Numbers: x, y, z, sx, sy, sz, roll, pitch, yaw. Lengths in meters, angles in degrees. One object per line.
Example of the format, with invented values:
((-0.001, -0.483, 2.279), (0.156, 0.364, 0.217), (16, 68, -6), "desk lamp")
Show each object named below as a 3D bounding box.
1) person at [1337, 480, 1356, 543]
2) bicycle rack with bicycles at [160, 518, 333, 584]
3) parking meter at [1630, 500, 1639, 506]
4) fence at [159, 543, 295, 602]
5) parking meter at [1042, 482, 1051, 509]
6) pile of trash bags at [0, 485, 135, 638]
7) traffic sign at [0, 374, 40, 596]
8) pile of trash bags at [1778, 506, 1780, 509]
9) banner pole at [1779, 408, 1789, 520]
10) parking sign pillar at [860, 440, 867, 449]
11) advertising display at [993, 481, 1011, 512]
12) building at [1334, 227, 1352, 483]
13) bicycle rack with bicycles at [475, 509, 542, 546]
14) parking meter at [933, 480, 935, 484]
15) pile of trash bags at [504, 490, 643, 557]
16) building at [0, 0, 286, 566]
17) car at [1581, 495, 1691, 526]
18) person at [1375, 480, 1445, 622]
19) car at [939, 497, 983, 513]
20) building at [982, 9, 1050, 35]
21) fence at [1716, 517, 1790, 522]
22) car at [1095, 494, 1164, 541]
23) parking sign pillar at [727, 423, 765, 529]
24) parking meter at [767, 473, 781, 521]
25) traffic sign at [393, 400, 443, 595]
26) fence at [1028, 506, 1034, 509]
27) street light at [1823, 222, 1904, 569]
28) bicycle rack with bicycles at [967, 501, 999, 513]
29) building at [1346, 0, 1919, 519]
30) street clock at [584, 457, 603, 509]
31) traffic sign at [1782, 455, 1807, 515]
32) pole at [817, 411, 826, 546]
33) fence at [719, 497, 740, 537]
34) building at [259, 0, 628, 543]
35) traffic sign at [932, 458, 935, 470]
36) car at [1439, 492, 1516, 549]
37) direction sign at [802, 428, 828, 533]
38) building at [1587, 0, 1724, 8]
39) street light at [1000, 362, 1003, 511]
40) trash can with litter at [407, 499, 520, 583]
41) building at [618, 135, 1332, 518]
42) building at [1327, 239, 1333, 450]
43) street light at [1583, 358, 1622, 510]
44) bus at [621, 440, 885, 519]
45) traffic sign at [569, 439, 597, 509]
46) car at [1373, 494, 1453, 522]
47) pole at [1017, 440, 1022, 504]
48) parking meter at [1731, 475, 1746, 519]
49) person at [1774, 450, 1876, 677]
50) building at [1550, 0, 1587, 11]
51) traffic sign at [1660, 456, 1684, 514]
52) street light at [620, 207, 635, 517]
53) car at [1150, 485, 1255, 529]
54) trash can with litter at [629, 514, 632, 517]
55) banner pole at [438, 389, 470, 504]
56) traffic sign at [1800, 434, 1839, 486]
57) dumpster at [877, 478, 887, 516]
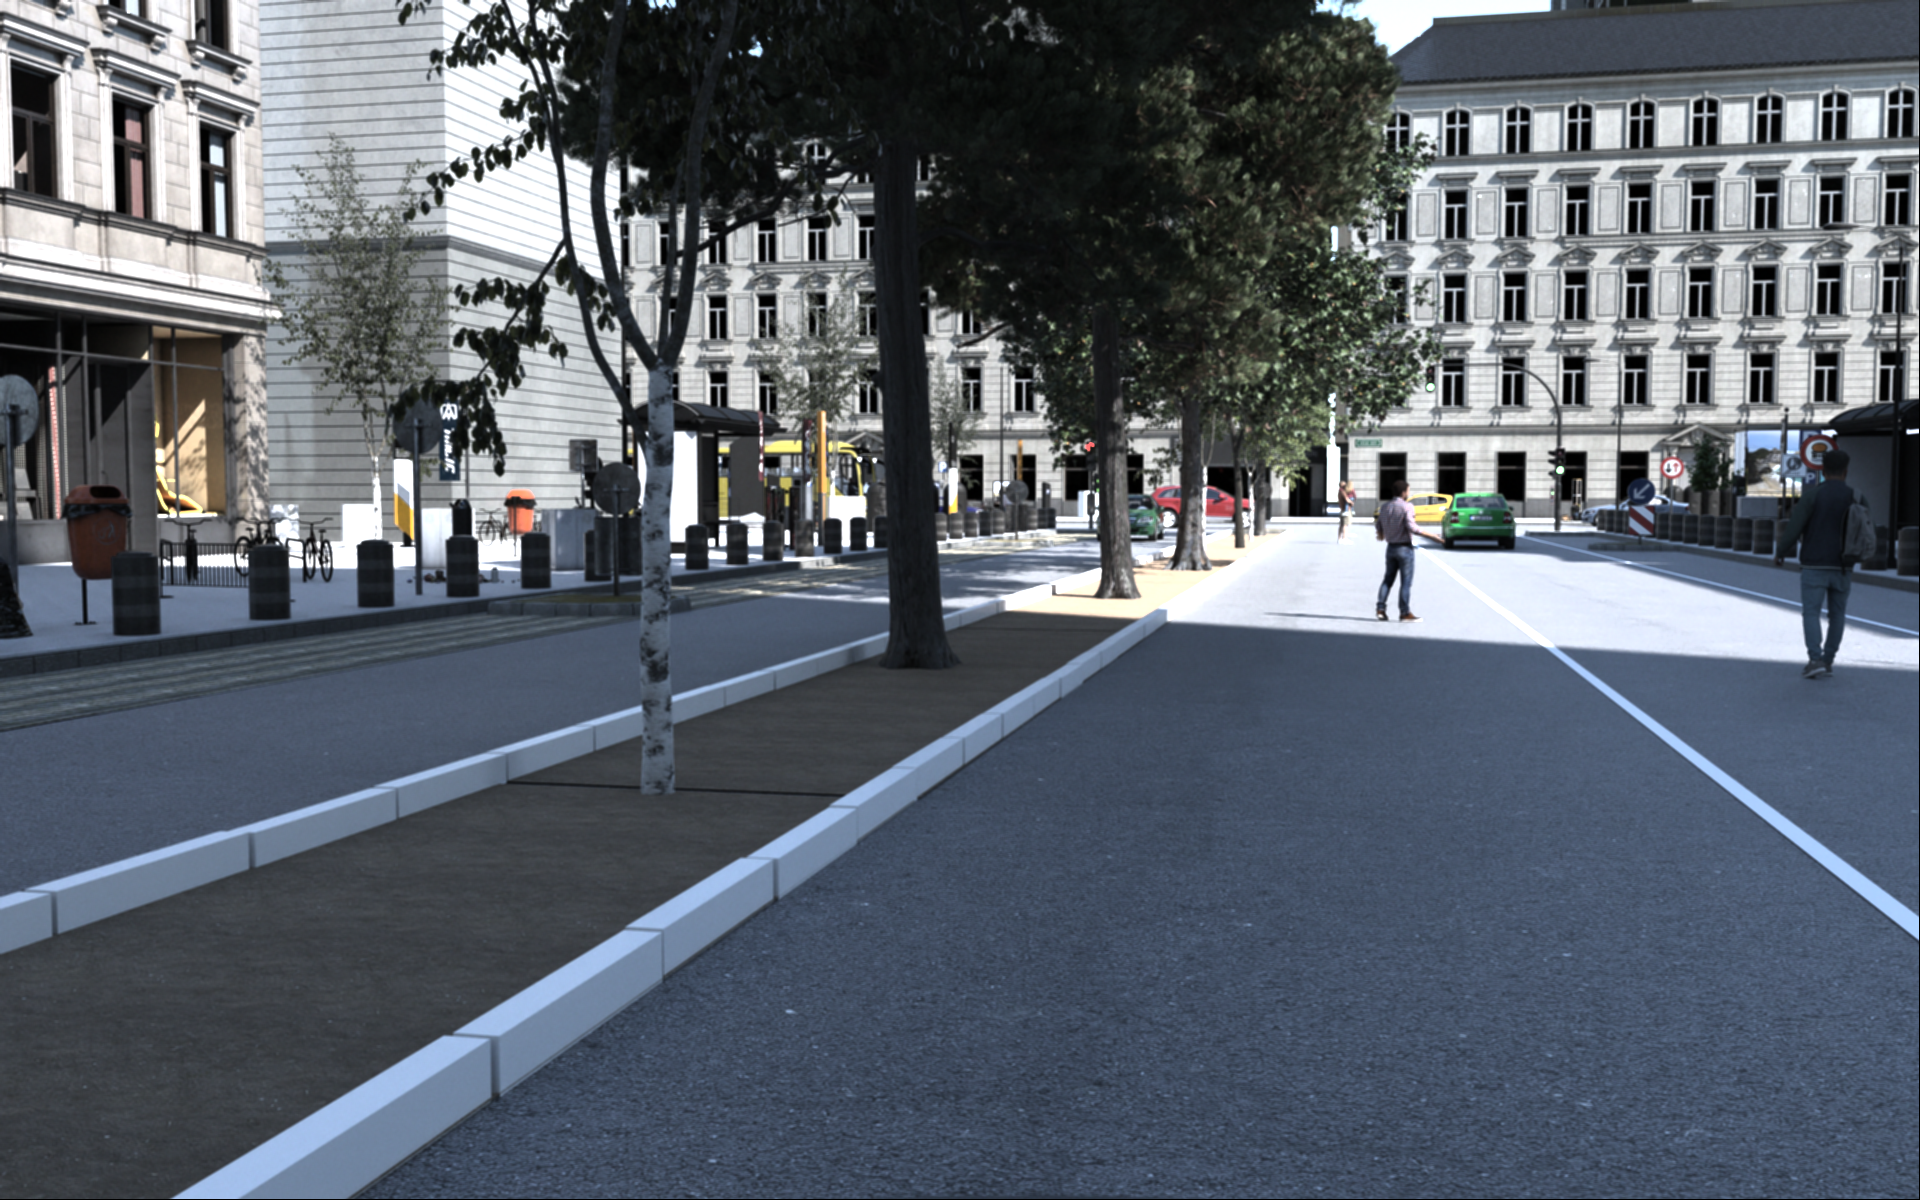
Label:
((11.202, -2.559, 50.316), (0.580, 1.828, 0.573), (2, 4, 30), "person")
((-10.699, -0.756, 25.743), (2.852, 0.926, 2.925), (-2, 4, -28), "bicycle rack with bicycles")
((41.338, -5.954, 105.757), (0.372, 1.533, 0.369), (0, 3, 0), "parking meter")
((-8.944, -0.341, 20.954), (2.069, 0.683, 0.278), (2, 4, 23), "fence")
((4.274, -4.891, 85.686), (0.399, 1.863, 0.255), (-3, 5, -39), "parking meter")
((-9.206, -0.367, 15.747), (1.912, 1.369, 3.447), (2, 4, 33), "pile of trash bags")
((-10.111, -1.122, 18.456), (0.768, 2.556, 0.104), (1, 4, 19), "traffic sign")
((39.483, -4.541, 84.005), (3.447, 1.369, 1.912), (3, 5, 39), "pile of trash bags")
((23.950, -3.693, 50.400), (0.401, 3.779, 0.863), (1, 4, 13), "banner pole")
((-4.997, -6.071, 87.732), (1.447, 3.967, 1.447), (-2, 4, -34), "parking sign pillar")
((2.120, -4.962, 86.347), (0.974, 1.923, 0.123), (-1, 4, -17), "advertising display")
((69.304, -40.879, 257.617), (27.495, 52.752, 28.713), (1, 4, 13), "building")
((-10.717, -1.796, 42.747), (2.852, 0.926, 2.925), (1, 4, 13), "bicycle rack with bicycles")
((-1.068, -3.303, 59.707), (0.399, 1.863, 0.255), (-2, 4, -24), "parking meter")
((-7.600, -1.548, 35.070), (3.447, 1.369, 1.912), (1, 4, 11), "pile of trash bags")
((-23.618, -10.276, 18.915), (10.553, 20.767, 40.483), (1, 4, 13), "building")
((29.730, -3.929, 76.249), (4.499, 1.417, 2.014), (1, 4, 12), "car")
((4.961, -0.552, 19.491), (0.435, 1.587, 0.963), (-3, 5, -39), "person")
((-0.880, -4.058, 78.933), (3.894, 1.354, 1.945), (1, 4, 14), "car")
((3.853, -44.433, 164.732), (20.563, 71.187, 20.611), (1, 4, 13), "building")
((20.639, -1.812, 45.006), (2.069, 0.683, 0.278), (1, 4, 17), "fence")
((5.356, -2.586, 54.080), (2.131, 1.459, 4.920), (1, 4, 11), "car")
((-7.899, -4.619, 63.986), (1.447, 3.967, 1.447), (-1, 4, -22), "parking sign pillar")
((-5.228, -2.630, 48.704), (0.399, 1.863, 0.255), (0, 4, -2), "parking meter")
((-6.900, -1.340, 22.011), (0.768, 2.556, 0.104), (1, 4, 22), "traffic sign")
((3.467, -4.442, 87.999), (0.278, 0.683, 2.069), (1, 4, 19), "fence")
((15.456, -3.494, 29.675), (1.470, 5.913, 1.316), (1, 4, 13), "street light")
((1.082, -4.868, 92.980), (2.925, 0.926, 2.852), (-2, 4, -28), "bicycle rack with bicycles")
((43.326, -19.459, 94.572), (44.131, 29.872, 17.030), (1, 4, 13), "building")
((-7.056, -1.754, 33.252), (0.358, 2.002, 0.471), (1, 4, 18), "street clock")
((21.257, -2.573, 44.196), (0.606, 2.300, 0.079), (1, 4, 16), "traffic sign")
((-3.406, -2.984, 42.626), (0.158, 3.312, 0.155), (0, 3, 0), "pole")
((-7.344, -2.341, 49.482), (2.264, 1.192, 0.480), (0, 4, 4), "fence")
((-26.370, -16.840, 52.827), (29.804, 29.767, 11.434), (1, 4, 13), "building")
((-1.107, -3.048, 49.940), (0.768, 2.556, 0.104), (1, 4, 17), "traffic sign")
((13.888, -2.306, 46.501), (1.959, 1.807, 4.718), (1, 4, 14), "car")
((-4.805, -4.003, 57.452), (0.876, 3.537, 0.379), (-1, 4, -10), "direction sign")
((67.585, -44.177, 160.551), (20.563, 71.187, 20.611), (1, 4, 13), "building")
((1.908, -5.189, 57.379), (1.470, 5.913, 1.316), (1, 4, 13), "street light")
((-7.391, -0.888, 25.581), (1.678, 1.210, 2.233), (-3, 4, -37), "trash can with litter")
((0.423, -20.099, 105.030), (44.131, 29.872, 17.030), (1, 4, 13), "building")
((41.188, -37.103, 261.265), (28.867, 44.769, 22.147), (1, 4, 13), "building")
((22.020, -5.310, 59.367), (1.470, 5.913, 1.316), (1, 4, 13), "street light")
((-9.627, -5.452, 80.692), (12.252, 3.916, 2.896), (1, 4, 13), "bus")
((-7.070, -1.858, 32.501), (0.606, 2.300, 0.079), (1, 4, 20), "traffic sign")
((20.814, -4.187, 78.680), (3.980, 1.641, 2.015), (1, 4, 14), "car")
((2.228, -4.349, 64.944), (0.158, 3.312, 0.155), (0, 3, 0), "pole")
((23.612, -2.864, 52.533), (0.255, 1.863, 0.399), (0, 4, -6), "parking meter")
((6.831, -0.292, 13.620), (0.623, 1.781, 0.721), (0, 4, -5), "person")
((73.468, -39.302, 184.592), (21.231, 58.520, 28.212), (1, 4, 13), "building")
((24.063, -3.576, 58.570), (0.768, 2.556, 0.104), (1, 4, 22), "traffic sign")
((-4.764, -3.341, 27.159), (1.470, 5.913, 1.316), (1, 4, 13), "street light")
((10.331, -3.911, 72.616), (5.304, 1.827, 2.281), (1, 4, 14), "car")
((-18.740, -5.266, 97.490), (1.055, 1.170, 0.624), (2, 4, 29), "trash can with litter")
((-11.662, -3.066, 40.151), (0.863, 3.779, 0.401), (-1, 4, -11), "banner pole")
((18.283, -2.251, 36.917), (0.768, 2.556, 0.104), (1, 4, 17), "traffic sign")
((-1.660, -2.781, 51.224), (1.264, 1.857, 1.865), (1, 4, 13), "dumpster")
